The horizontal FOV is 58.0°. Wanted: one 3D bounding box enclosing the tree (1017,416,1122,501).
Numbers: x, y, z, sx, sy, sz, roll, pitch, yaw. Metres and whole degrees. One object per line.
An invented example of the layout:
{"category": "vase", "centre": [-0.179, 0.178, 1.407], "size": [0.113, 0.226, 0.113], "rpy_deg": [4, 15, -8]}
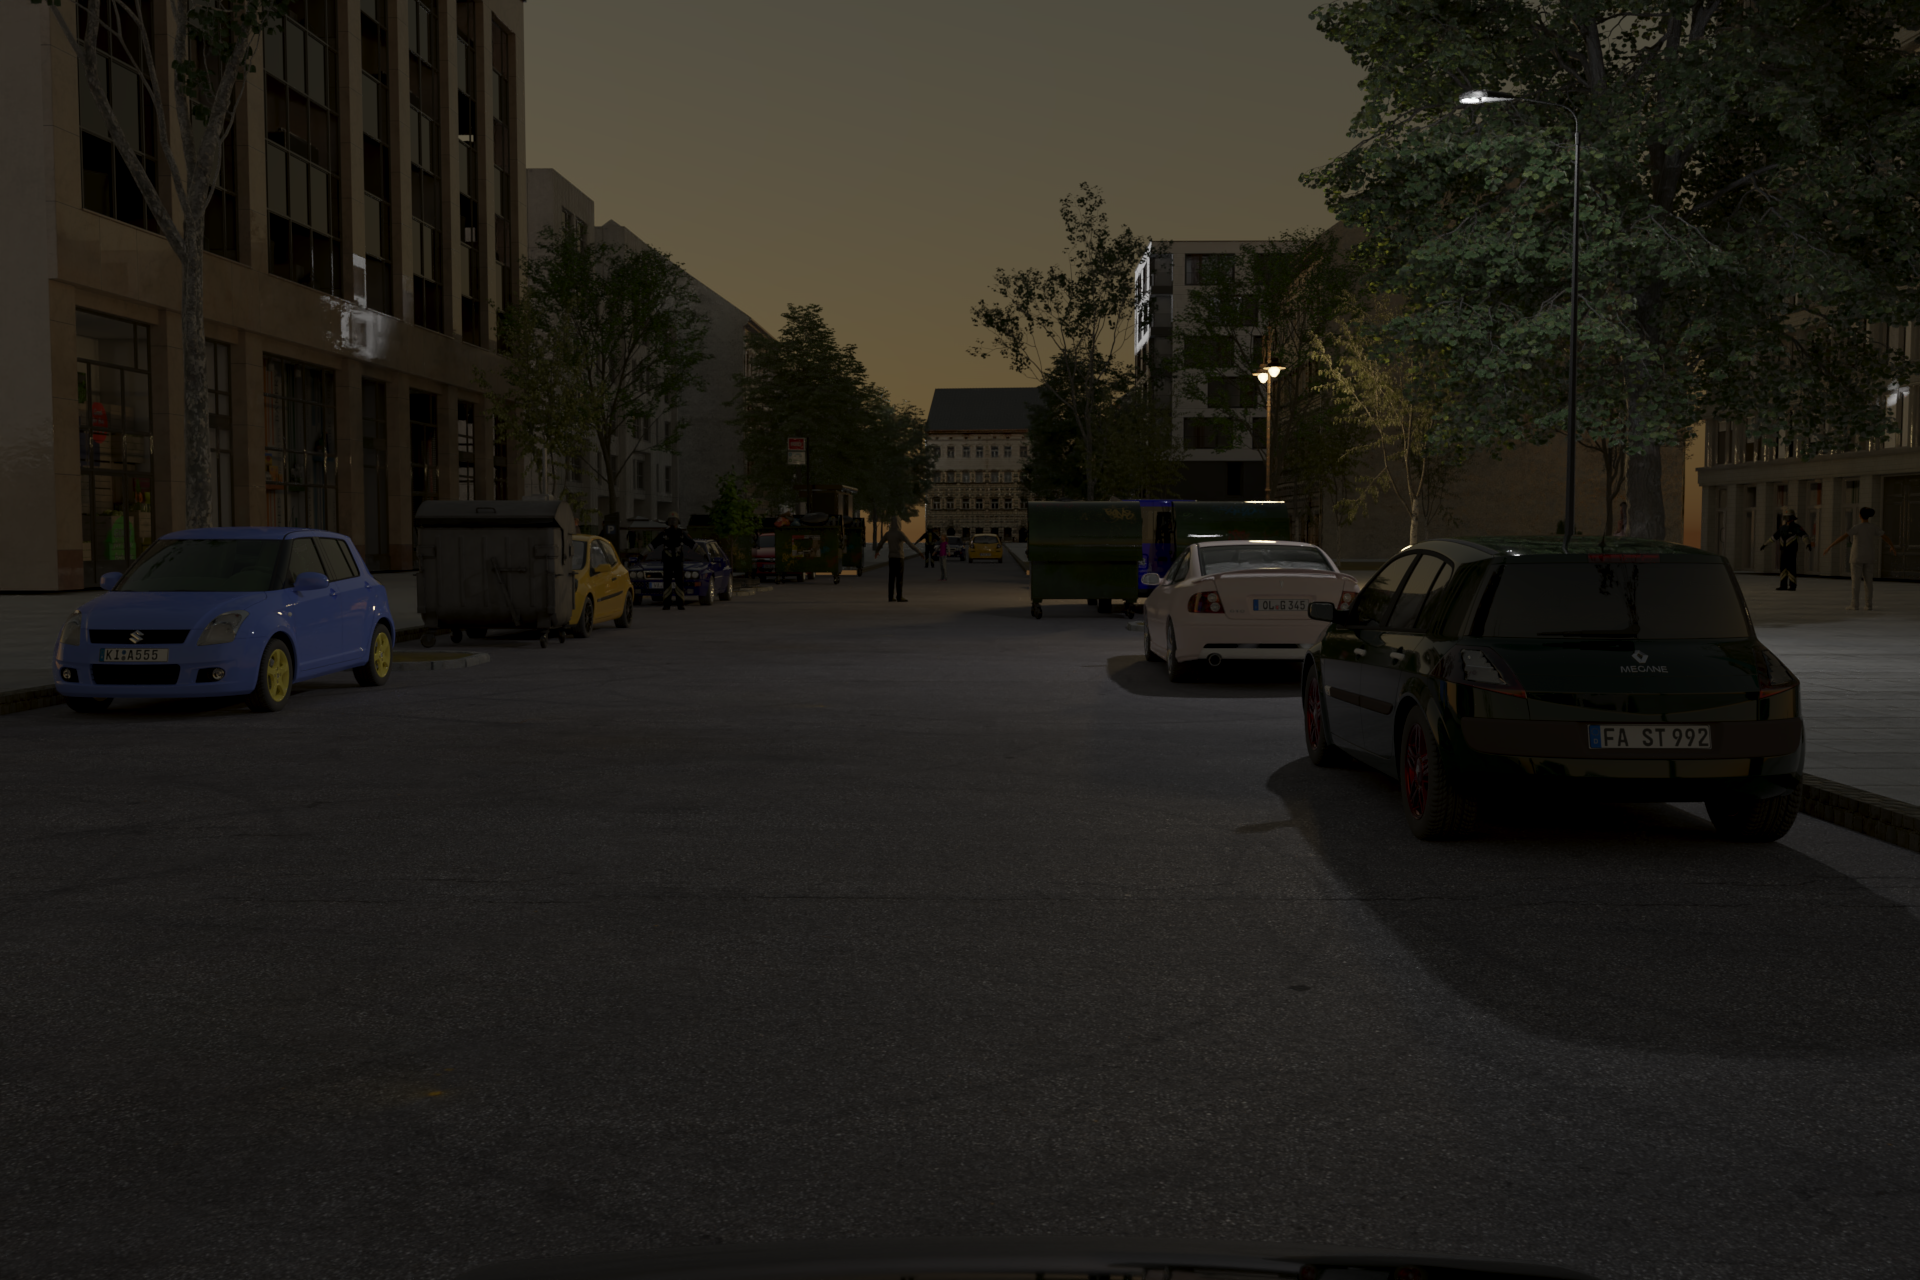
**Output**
{"category": "tree", "centre": [8.316, -11.704, 125.778], "size": [8.767, 10.594, 7.601], "rpy_deg": [0, 4, 0]}

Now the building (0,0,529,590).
{"category": "building", "centre": [-29.239, -17.536, 52.929], "size": [22.709, 31.103, 35.509], "rpy_deg": [0, 4, 2]}

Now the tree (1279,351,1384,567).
{"category": "tree", "centre": [14.479, -7.127, 66.889], "size": [4.737, 8.622, 4.395], "rpy_deg": [0, 3, 0]}

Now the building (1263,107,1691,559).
{"category": "building", "centre": [28.134, -16.310, 97.596], "size": [19.493, 23.208, 18.063], "rpy_deg": [0, 4, 2]}

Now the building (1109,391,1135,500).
{"category": "building", "centre": [27.500, -22.851, 204.536], "size": [19.493, 23.208, 18.063], "rpy_deg": [0, 4, 1]}

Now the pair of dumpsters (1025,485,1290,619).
{"category": "pair of dumpsters", "centre": [3.322, -1.503, 29.518], "size": [4.436, 2.255, 1.574], "rpy_deg": [0, 4, 1]}

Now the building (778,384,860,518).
{"category": "building", "centre": [-22.081, -21.592, 219.493], "size": [16.747, 18.905, 31.486], "rpy_deg": [0, 4, 1]}

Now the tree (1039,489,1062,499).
{"category": "tree", "centre": [8.502, -13.048, 163.695], "size": [4.360, 8.622, 3.978], "rpy_deg": [0, 3, 0]}

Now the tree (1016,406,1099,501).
{"category": "tree", "centre": [8.261, -12.839, 135.674], "size": [9.928, 11.665, 9.643], "rpy_deg": [0, 3, 0]}

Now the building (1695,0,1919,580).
{"category": "building", "centre": [28.580, -12.393, 49.301], "size": [8.464, 21.280, 15.925], "rpy_deg": [0, 4, 1]}

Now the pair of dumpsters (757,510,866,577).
{"category": "pair of dumpsters", "centre": [-5.404, -3.275, 58.492], "size": [4.436, 2.255, 1.574], "rpy_deg": [0, 4, 1]}

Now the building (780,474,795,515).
{"category": "building", "centre": [-21.624, -15.063, 188.429], "size": [9.099, 9.664, 28.070], "rpy_deg": [0, 4, 0]}

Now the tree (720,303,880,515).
{"category": "tree", "centre": [-7.846, -10.209, 85.052], "size": [7.486, 12.596, 7.792], "rpy_deg": [0, 3, 0]}

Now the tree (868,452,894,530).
{"category": "tree", "centre": [-6.971, -11.790, 143.120], "size": [4.737, 8.622, 4.395], "rpy_deg": [0, 3, 0]}

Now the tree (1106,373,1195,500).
{"category": "tree", "centre": [8.838, -7.846, 78.649], "size": [4.737, 8.622, 4.395], "rpy_deg": [0, 3, 0]}

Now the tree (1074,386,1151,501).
{"category": "tree", "centre": [7.746, -8.264, 85.485], "size": [4.737, 8.622, 4.395], "rpy_deg": [0, 3, 0]}

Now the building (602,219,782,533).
{"category": "building", "centre": [-24.105, -18.322, 130.485], "size": [19.493, 23.208, 18.063], "rpy_deg": [0, 4, 1]}

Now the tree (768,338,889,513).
{"category": "tree", "centre": [-7.721, -11.111, 99.789], "size": [7.486, 12.596, 7.792], "rpy_deg": [0, 3, 0]}

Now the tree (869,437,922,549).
{"category": "tree", "centre": [-7.005, -13.258, 151.186], "size": [8.767, 10.594, 7.601], "rpy_deg": [1, 4, 16]}

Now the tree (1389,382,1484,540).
{"category": "tree", "centre": [20.915, -7.798, 77.867], "size": [4.360, 8.622, 3.978], "rpy_deg": [0, 3, 0]}

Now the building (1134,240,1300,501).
{"category": "building", "centre": [27.557, -17.918, 136.932], "size": [27.936, 21.610, 32.646], "rpy_deg": [0, 4, 1]}

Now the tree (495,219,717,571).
{"category": "tree", "centre": [-11.811, -8.100, 58.183], "size": [9.928, 11.665, 9.643], "rpy_deg": [0, 3, 0]}

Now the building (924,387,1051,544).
{"category": "building", "centre": [5.247, -25.979, 258.148], "size": [18.063, 23.208, 19.493], "rpy_deg": [1, 4, 9]}

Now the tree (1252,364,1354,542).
{"category": "tree", "centre": [14.468, -7.645, 75.364], "size": [4.360, 8.622, 3.978], "rpy_deg": [0, 3, 0]}

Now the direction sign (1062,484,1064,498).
{"category": "direction sign", "centre": [4.655, -5.287, 78.434], "size": [0.379, 3.537, 0.876], "rpy_deg": [0, 3, 0]}

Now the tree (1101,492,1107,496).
{"category": "tree", "centre": [20.472, -19.762, 257.515], "size": [7.601, 10.594, 8.767], "rpy_deg": [0, 4, 8]}

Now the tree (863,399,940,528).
{"category": "tree", "centre": [-6.497, -15.807, 165.102], "size": [9.857, 13.997, 8.962], "rpy_deg": [0, 3, 0]}

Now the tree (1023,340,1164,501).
{"category": "tree", "centre": [8.580, -12.624, 113.062], "size": [9.857, 13.997, 8.962], "rpy_deg": [0, 3, 0]}

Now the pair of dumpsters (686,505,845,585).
{"category": "pair of dumpsters", "centre": [-5.544, -2.723, 49.471], "size": [4.436, 2.255, 1.574], "rpy_deg": [0, 4, 1]}

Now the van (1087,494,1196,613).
{"category": "van", "centre": [3.456, -1.756, 33.088], "size": [2.240, 2.365, 5.245], "rpy_deg": [0, 4, 1]}

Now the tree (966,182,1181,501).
{"category": "tree", "centre": [6.364, -14.695, 96.159], "size": [12.611, 20.169, 13.585], "rpy_deg": [0, 3, 0]}

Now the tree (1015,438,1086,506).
{"category": "tree", "centre": [8.299, -13.491, 154.987], "size": [7.601, 10.594, 8.767], "rpy_deg": [-2, 4, -27]}

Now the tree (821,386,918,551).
{"category": "tree", "centre": [-6.969, -13.142, 132.991], "size": [7.486, 12.596, 7.792], "rpy_deg": [0, 3, 0]}

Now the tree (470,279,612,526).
{"category": "tree", "centre": [-11.897, -6.080, 49.765], "size": [4.737, 8.622, 4.395], "rpy_deg": [0, 3, 0]}

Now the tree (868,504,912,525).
{"category": "tree", "centre": [-10.220, -19.645, 255.607], "size": [7.601, 10.594, 8.767], "rpy_deg": [0, 4, -1]}

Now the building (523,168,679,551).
{"category": "building", "centre": [-27.595, -14.284, 99.998], "size": [16.747, 18.905, 31.486], "rpy_deg": [0, 4, 2]}

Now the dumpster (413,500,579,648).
{"category": "dumpster", "centre": [-5.920, -0.852, 22.150], "size": [1.865, 1.857, 1.264], "rpy_deg": [0, 4, 1]}

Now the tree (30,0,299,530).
{"category": "tree", "centre": [-13.061, -10.387, 25.710], "size": [12.611, 20.169, 13.585], "rpy_deg": [0, 3, 0]}

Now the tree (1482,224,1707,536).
{"category": "tree", "centre": [24.658, -9.470, 65.201], "size": [12.009, 13.543, 11.850], "rpy_deg": [0, 3, 0]}
